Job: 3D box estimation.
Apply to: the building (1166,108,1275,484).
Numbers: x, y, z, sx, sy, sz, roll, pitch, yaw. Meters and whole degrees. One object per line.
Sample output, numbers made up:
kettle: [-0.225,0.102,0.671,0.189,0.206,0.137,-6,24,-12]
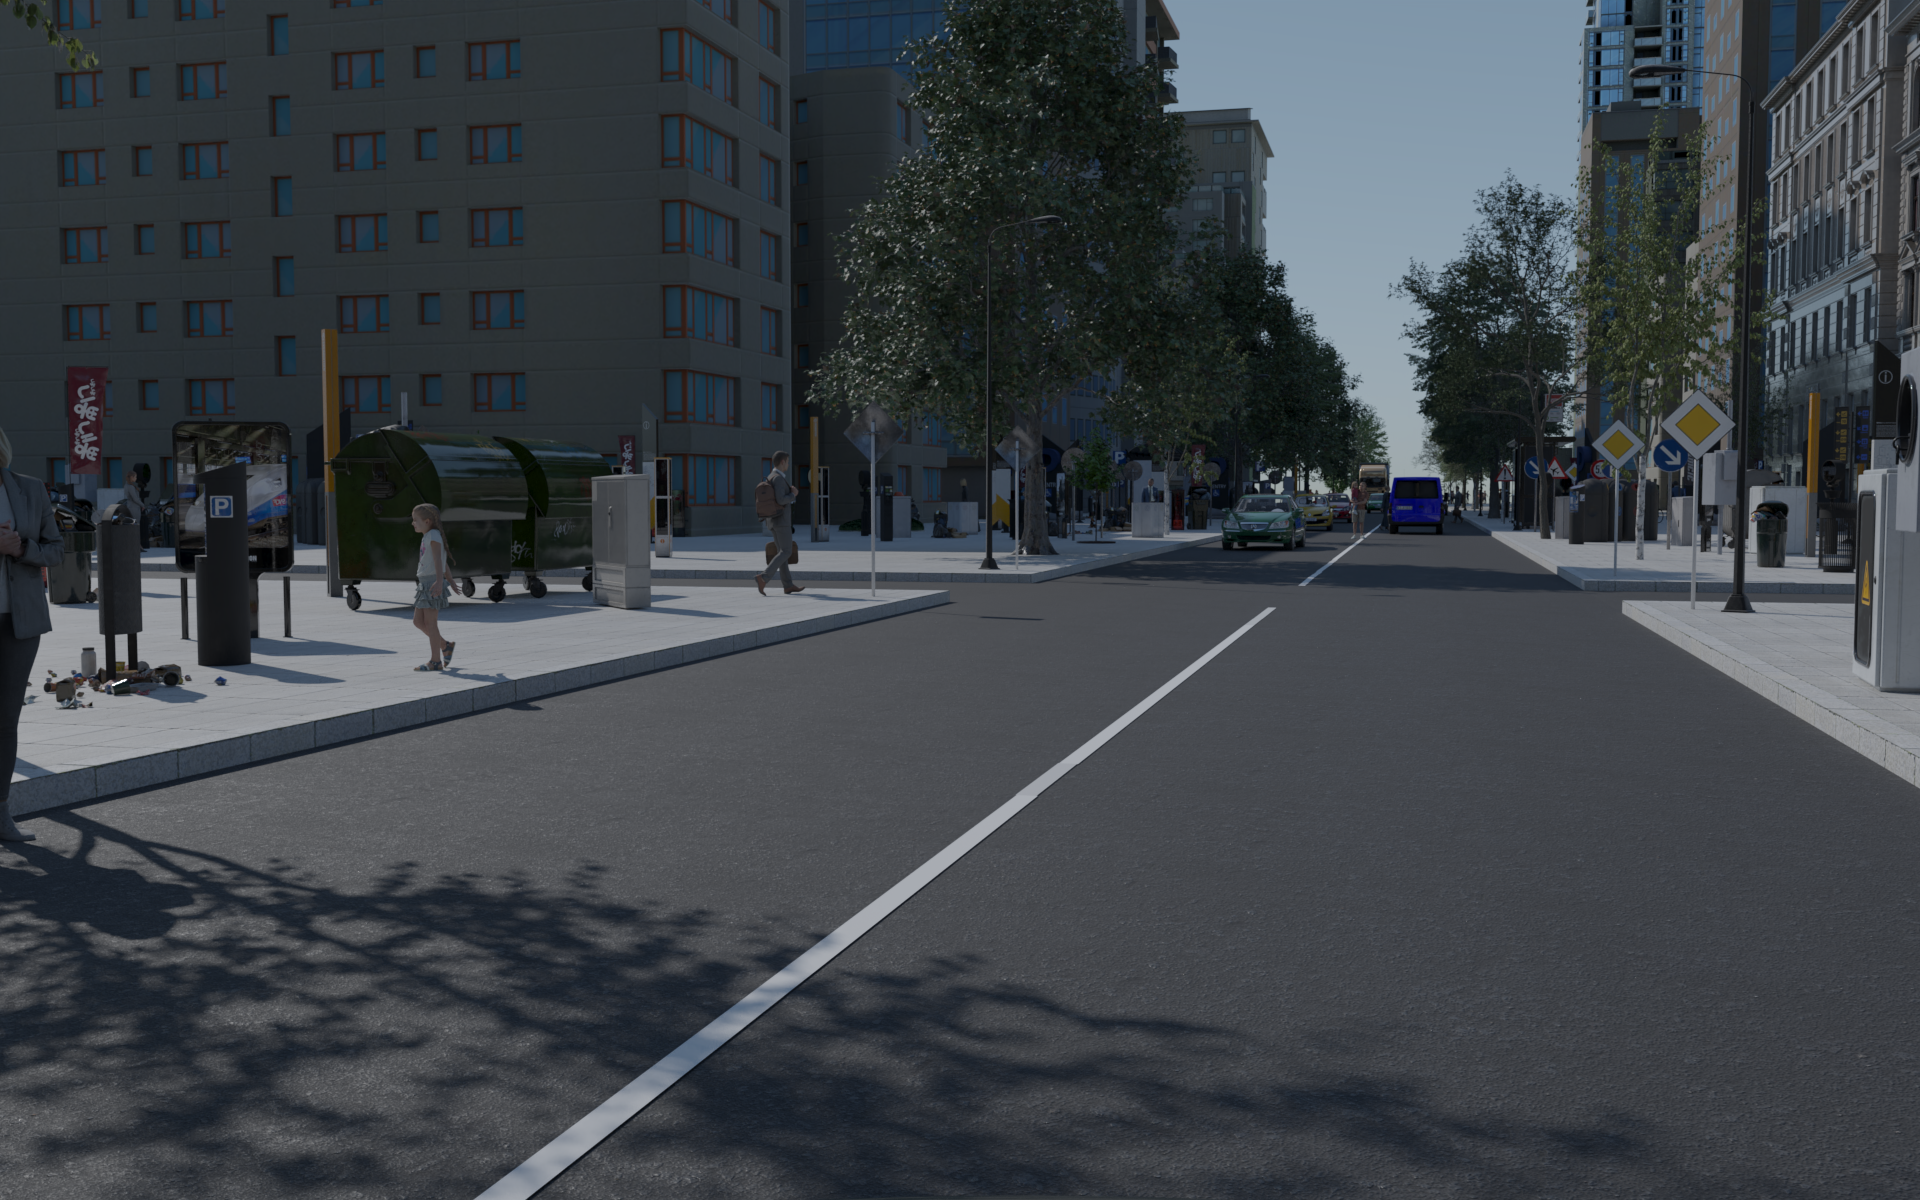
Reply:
building: [28.433,-40.003,243.281,28.713,52.752,27.495,1,4,15]

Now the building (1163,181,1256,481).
building: [29.987,-32.915,221.751,14.154,41.232,14.086,1,4,15]

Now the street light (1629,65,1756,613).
street light: [7.937,-2.829,18.793,1.470,5.913,1.316,1,4,15]

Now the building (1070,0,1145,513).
building: [0.330,-35.415,121.036,21.231,58.520,28.212,1,4,15]

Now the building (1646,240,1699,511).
building: [66.007,-17.096,124.567,27.650,21.520,28.899,1,4,15]

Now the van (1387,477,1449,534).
van: [16.682,-3.598,63.205,2.240,2.365,5.245,1,4,15]

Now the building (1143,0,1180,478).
building: [6.736,-30.270,149.545,22.147,44.769,28.867,1,4,15]

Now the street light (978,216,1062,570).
street light: [1.018,-3.465,29.189,1.470,5.913,1.316,1,4,15]

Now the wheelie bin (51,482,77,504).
wheelie bin: [-24.073,-2.352,46.366,0.693,1.594,0.980,-1,4,-10]

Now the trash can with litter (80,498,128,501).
trash can with litter: [-20.531,-1.866,41.893,0.624,1.170,1.055,3,5,40]

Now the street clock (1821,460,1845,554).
street clock: [18.560,-1.975,36.855,0.358,2.002,0.471,-1,4,-11]

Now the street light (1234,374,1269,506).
street light: [11.309,-5.805,67.450,1.470,5.913,1.316,1,4,15]

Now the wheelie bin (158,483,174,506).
wheelie bin: [-23.023,-2.620,50.745,0.980,1.594,0.693,3,4,37]

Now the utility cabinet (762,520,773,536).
utility cabinet: [-5.614,-2.688,52.630,0.318,1.500,1.173,1,4,19]

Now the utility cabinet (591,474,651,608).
utility cabinet: [-3.864,-0.672,19.668,0.318,1.500,1.173,-2,4,-29]

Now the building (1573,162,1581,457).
building: [82.264,-32.262,211.074,14.154,41.232,14.086,1,4,15]

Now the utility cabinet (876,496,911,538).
utility cabinet: [-1.955,-2.423,50.781,1.020,1.237,0.306,0,4,-7]

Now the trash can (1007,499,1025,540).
trash can: [1.691,-2.262,48.643,0.748,1.137,0.748,0,3,0]

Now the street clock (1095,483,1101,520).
street clock: [6.781,-4.908,84.813,0.358,2.002,0.471,0,4,-6]

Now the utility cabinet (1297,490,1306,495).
utility cabinet: [19.780,-5.708,102.006,1.173,1.500,0.318,-1,4,-14]

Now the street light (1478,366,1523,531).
street light: [19.040,-5.394,60.738,1.470,5.913,1.316,1,4,15]

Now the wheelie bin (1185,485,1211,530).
wheelie bin: [8.609,-3.338,62.481,0.980,1.594,0.693,-1,4,-14]

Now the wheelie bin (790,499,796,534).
wheelie bin: [-5.722,-2.899,55.310,0.693,1.594,0.980,3,5,43]

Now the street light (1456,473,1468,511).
street light: [29.400,-7.768,99.547,1.470,5.913,1.316,1,4,15]

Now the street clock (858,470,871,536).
street clock: [-2.901,-2.945,52.715,0.358,2.002,0.471,-2,4,-25]

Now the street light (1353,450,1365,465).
street light: [42.251,-12.917,183.734,1.470,5.913,1.316,1,4,15]

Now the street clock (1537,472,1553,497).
street clock: [19.263,-3.210,57.059,0.358,2.002,0.471,-2,4,-25]

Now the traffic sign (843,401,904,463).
traffic sign: [-1.095,-1.191,21.666,0.795,2.593,0.064,1,4,15]

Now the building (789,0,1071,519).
building: [-2.109,-27.158,94.145,14.600,45.320,14.200,1,4,15]

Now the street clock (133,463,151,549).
street clock: [-19.110,-2.198,40.505,0.358,2.002,0.471,0,4,-2]

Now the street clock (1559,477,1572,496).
street clock: [25.889,-4.250,74.062,0.471,2.002,0.358,0,4,2]

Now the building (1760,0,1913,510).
building: [46.373,-17.373,81.316,12.463,27.353,25.104,1,4,15]

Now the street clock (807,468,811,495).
street clock: [-3.957,-2.624,47.480,0.358,2.002,0.471,-3,5,-43]

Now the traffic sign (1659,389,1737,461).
traffic sign: [8.173,-1.040,19.189,0.795,2.593,0.064,1,4,15]

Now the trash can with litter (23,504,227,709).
trash can with litter: [-5.727,-0.017,11.334,1.678,1.210,2.233,-1,4,-10]

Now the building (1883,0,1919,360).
building: [40.262,-14.123,59.794,11.050,23.489,19.941,1,4,15]

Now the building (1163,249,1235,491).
building: [25.861,-26.723,208.615,14.160,30.474,14.107,1,4,15]

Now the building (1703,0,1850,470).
building: [53.138,-27.778,104.278,14.600,45.320,14.200,1,4,15]

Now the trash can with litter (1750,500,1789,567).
trash can with litter: [14.250,-1.170,30.518,0.624,1.170,1.055,2,4,25]

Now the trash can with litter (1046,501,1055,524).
trash can with litter: [3.158,-3.075,61.663,1.055,1.170,0.624,3,5,42]

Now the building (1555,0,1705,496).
building: [91.301,-56.141,230.577,22.319,86.520,31.000,1,4,15]

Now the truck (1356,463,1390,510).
truck: [37.545,-10.279,156.978,2.839,4.237,11.283,1,4,15]

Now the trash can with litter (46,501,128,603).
trash can with litter: [-10.369,-0.560,20.547,0.624,1.170,1.055,2,4,33]

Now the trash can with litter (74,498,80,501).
trash can with litter: [-22.749,-2.048,44.873,0.624,1.170,1.055,-1,4,-15]

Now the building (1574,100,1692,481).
building: [78.273,-33.473,197.401,14.600,45.320,14.200,1,4,15]

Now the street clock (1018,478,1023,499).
street clock: [2.650,-4.396,76.445,0.358,2.002,0.471,-1,4,-12]

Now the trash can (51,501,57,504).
trash can: [-19.741,-1.556,37.100,0.748,1.137,0.748,0,3,0]

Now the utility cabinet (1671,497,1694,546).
utility cabinet: [18.019,-1.960,43.201,0.306,1.237,1.020,0,4,8]

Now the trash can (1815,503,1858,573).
trash can: [14.427,-1.025,28.410,0.748,1.137,0.748,0,3,0]

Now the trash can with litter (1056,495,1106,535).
trash can with litter: [3.584,-2.711,55.376,2.233,1.210,1.678,3,4,37]

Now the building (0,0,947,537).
building: [-17.667,-13.666,68.478,27.650,21.520,28.899,1,4,15]

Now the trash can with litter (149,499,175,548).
trash can with litter: [-19.042,-1.837,41.422,1.055,1.170,0.624,2,4,25]

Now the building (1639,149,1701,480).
building: [65.145,-22.950,146.937,14.160,30.474,14.107,1,4,15]

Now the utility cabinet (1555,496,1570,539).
utility cabinet: [17.507,-2.360,49.741,1.020,1.237,0.306,-3,4,-37]
